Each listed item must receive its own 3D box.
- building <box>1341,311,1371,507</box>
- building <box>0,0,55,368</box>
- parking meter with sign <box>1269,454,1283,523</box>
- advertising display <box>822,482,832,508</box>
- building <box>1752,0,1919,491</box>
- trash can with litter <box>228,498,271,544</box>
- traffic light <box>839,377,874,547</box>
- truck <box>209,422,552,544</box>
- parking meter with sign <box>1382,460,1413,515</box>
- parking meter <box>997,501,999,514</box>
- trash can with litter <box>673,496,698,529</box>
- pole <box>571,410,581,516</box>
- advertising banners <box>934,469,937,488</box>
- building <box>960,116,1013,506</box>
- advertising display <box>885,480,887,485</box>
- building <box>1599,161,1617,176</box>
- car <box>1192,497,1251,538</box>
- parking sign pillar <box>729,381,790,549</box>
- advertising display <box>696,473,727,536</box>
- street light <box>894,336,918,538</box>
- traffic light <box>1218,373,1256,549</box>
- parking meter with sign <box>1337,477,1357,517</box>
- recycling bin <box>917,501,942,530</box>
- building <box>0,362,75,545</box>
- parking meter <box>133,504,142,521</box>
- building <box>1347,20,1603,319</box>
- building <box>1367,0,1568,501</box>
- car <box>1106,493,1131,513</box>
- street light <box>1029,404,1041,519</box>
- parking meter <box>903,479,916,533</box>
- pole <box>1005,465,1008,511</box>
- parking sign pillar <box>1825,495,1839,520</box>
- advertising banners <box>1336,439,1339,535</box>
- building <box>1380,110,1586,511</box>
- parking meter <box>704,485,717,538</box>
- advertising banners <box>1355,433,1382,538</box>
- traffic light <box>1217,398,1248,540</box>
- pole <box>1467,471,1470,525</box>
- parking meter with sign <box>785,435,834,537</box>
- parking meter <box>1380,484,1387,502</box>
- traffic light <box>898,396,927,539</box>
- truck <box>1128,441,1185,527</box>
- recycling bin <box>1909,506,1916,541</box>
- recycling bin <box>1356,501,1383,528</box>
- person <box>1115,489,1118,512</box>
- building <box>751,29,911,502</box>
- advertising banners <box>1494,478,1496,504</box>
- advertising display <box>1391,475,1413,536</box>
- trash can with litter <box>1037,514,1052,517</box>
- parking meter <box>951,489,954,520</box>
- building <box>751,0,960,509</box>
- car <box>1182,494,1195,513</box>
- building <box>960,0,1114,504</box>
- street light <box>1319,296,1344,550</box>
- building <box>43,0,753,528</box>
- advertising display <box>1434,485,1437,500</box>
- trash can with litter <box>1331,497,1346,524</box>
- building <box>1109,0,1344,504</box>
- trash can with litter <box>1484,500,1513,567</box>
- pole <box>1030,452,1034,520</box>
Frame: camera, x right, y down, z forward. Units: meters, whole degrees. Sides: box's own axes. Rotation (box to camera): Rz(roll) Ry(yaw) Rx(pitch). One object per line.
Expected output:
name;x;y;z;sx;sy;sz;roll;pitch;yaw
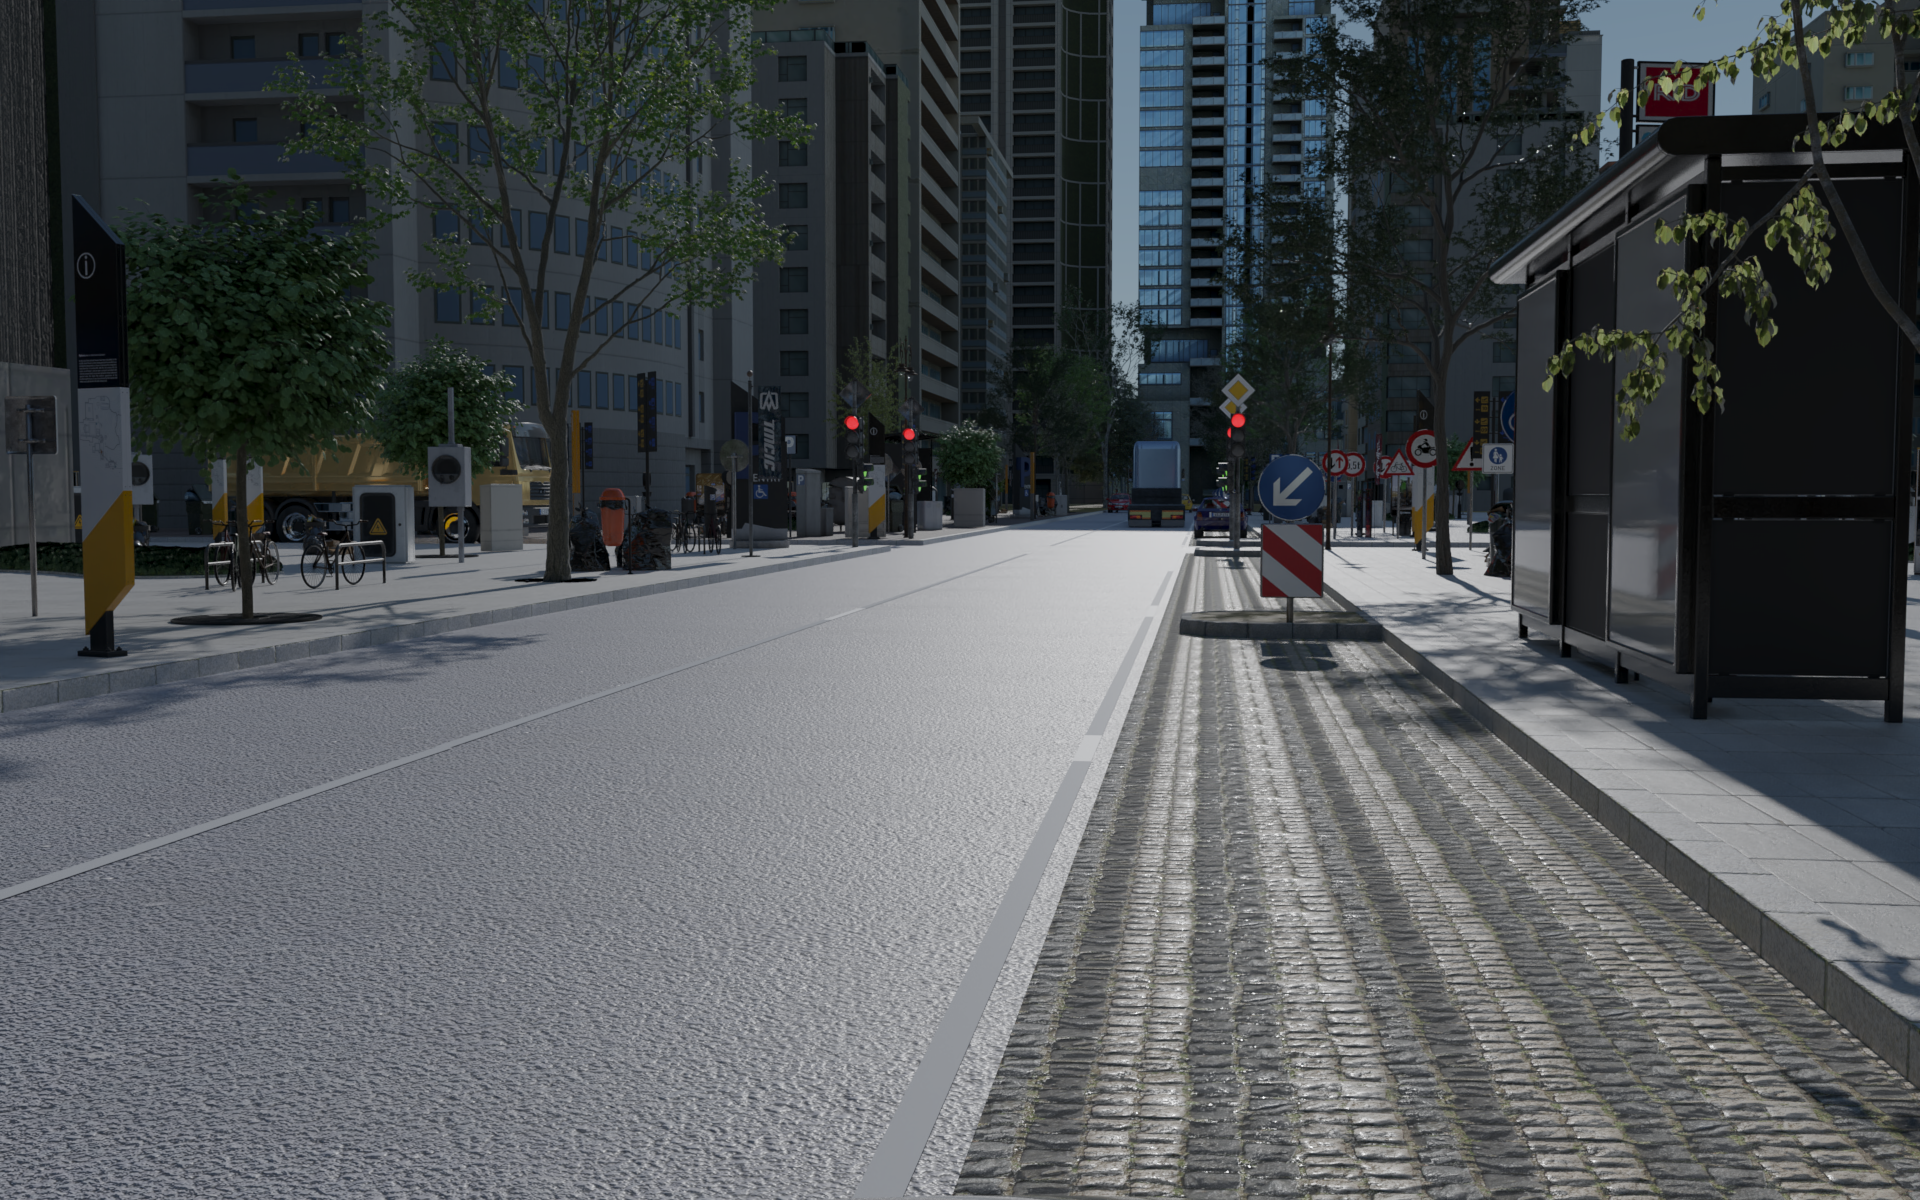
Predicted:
building;52.532;-19.832;169.292;27.650;21.520;28.899;0;4;8
building;-44.153;-18.318;71.205;14.107;30.474;14.160;0;4;8
parking meter with sign;13.716;-4.809;74.893;0.543;3.016;1.738;0;4;5
advertising display;-7.279;-5.471;94.657;0.123;1.923;0.974;-2;4;-33
building;90.244;-33.223;166.895;21.600;48.544;21.300;0;4;8
trash can with litter;-18.320;-2.035;44.665;1.055;1.170;0.624;0;4;1
traffic light;-2.513;-3.227;41.688;0.839;4.253;0.868;0;4;8
truck;-15.141;-3.114;46.835;9.791;3.379;3.469;1;4;8
parking meter with sign;22.214;-5.625;88.222;1.738;3.016;0.543;-2;4;-29
parking meter;2.285;-6.272;110.961;0.372;1.533;0.369;0;3;0
trash can with litter;-10.533;-3.269;64.512;2.233;1.210;1.678;-3;5;-41
pole;-9.364;-2.961;42.251;0.158;3.312;0.155;0;3;0
advertising banners;-1.998;-7.587;120.236;0.090;3.025;2.074;-2;4;-25
building;-7.501;-29.602;175.876;23.993;40.220;32.217;0;4;8
advertising display;-2.672;-3.441;61.479;0.123;1.923;0.974;0;4;-5
building;93.255;-34.495;218.620;28.867;44.769;22.147;0;4;8
car;8.652;-2.736;57.309;1.945;1.354;3.894;1;4;10
parking sign pillar;-4.790;-3.231;41.303;1.447;3.967;1.447;-1;4;-14
advertising display;-7.700;-2.960;53.607;0.974;1.923;0.123;1;4;14
street light;-1.576;-4.761;50.636;0.468;5.910;1.993;0;4;8
traffic light;6.460;-3.150;40.429;0.839;4.253;0.868;0;4;8
parking meter with sign;21.250;-6.085;95.752;0.543;3.016;1.738;-3;5;-39
recycling bin;-1.086;-3.030;62.103;0.722;1.027;0.722;-2;4;-23
building;-29.082;-35.787;23.366;20.611;71.187;20.563;0;4;8
parking meter;-18.911;-1.907;39.596;0.372;1.533;0.369;0;3;0
building;64.415;-41.531;221.031;28.212;58.520;21.231;0;4;8
building;42.830;-30.465;148.219;14.600;45.320;14.200;0;4;8
car;12.281;-7.557;132.593;2.155;1.783;4.494;1;4;9
street light;3.860;-7.113;89.087;0.468;5.910;1.993;0;4;8
parking meter;-1.664;-3.145;57.140;0.399;1.863;0.255;-2;4;-27
pole;3.235;-7.748;120.524;0.158;3.312;0.155;0;3;0
parking sign pillar;32.568;-4.717;65.601;1.447;3.967;1.447;3;5;44
advertising banners;11.881;-3.578;54.692;0.090;3.025;2.074;1;4;10
building;39.860;-22.204;134.741;14.160;30.474;14.107;0;4;8
parking meter;-7.348;-2.607;51.039;0.372;1.533;0.369;0;3;0
advertising banners;12.028;-3.350;50.954;0.090;3.025;2.074;0;4;-6
traffic light;7.588;-3.634;48.334;0.839;4.253;0.868;0;4;8
pole;21.277;-4.796;72.260;0.158;3.312;0.155;0;3;0
parking meter with sign;-4.550;-3.426;52.280;0.543;3.016;1.738;3;4;38
parking meter;24.168;-5.697;98.856;0.399;1.863;0.255;-2;4;-32
traffic light;-1.385;-3.711;49.593;0.839;4.253;0.868;0;4;8
truck;9.378;-5.678;82.601;2.967;4.110;18.799;0;4;6
recycling bin;19.977;-1.418;35.745;0.722;1.027;0.722;-2;4;-30
recycling bin;15.774;-3.312;66.713;0.722;1.027;0.722;-2;4;-32
person;12.259;-7.778;135.654;0.705;1.826;1.348;1;4;11
building;-11.279;-20.821;112.118;14.160;30.474;14.107;0;4;8
advertising banners;24.253;-5.042;78.627;0.090;3.025;2.074;1;4;12
advertising display;13.605;-2.915;52.873;0.123;1.923;0.974;-3;5;-44
trash can with litter;4.285;-5.289;97.532;2.233;1.210;1.678;-2;4;-24
parking meter;-0.276;-4.749;86.049;0.372;1.533;0.369;0;3;0
building;-12.016;-31.411;137.264;21.300;48.544;21.600;0;4;8
car;17.128;-7.574;134.060;2.015;1.641;3.980;1;4;9
building;9.286;-48.326;228.380;20.611;71.187;20.563;0;4;8
street light;8.479;-4.094;39.724;0.468;5.910;1.993;0;4;8
building;-23.101;-32.679;76.308;21.231;58.520;28.212;0;4;8
advertising display;30.498;-6.419;110.161;0.123;1.923;0.974;-3;5;-41
trash can with litter;16.387;-3.934;75.710;0.624;1.170;1.055;2;4;33
building;35.196;-55.799;224.982;31.000;86.520;22.319;0;4;8
trash can with litter;9.386;-1.153;30.234;0.624;1.170;1.055;0;4;1
pole;3.517;-5.532;84.292;0.158;3.312;0.155;0;3;0
